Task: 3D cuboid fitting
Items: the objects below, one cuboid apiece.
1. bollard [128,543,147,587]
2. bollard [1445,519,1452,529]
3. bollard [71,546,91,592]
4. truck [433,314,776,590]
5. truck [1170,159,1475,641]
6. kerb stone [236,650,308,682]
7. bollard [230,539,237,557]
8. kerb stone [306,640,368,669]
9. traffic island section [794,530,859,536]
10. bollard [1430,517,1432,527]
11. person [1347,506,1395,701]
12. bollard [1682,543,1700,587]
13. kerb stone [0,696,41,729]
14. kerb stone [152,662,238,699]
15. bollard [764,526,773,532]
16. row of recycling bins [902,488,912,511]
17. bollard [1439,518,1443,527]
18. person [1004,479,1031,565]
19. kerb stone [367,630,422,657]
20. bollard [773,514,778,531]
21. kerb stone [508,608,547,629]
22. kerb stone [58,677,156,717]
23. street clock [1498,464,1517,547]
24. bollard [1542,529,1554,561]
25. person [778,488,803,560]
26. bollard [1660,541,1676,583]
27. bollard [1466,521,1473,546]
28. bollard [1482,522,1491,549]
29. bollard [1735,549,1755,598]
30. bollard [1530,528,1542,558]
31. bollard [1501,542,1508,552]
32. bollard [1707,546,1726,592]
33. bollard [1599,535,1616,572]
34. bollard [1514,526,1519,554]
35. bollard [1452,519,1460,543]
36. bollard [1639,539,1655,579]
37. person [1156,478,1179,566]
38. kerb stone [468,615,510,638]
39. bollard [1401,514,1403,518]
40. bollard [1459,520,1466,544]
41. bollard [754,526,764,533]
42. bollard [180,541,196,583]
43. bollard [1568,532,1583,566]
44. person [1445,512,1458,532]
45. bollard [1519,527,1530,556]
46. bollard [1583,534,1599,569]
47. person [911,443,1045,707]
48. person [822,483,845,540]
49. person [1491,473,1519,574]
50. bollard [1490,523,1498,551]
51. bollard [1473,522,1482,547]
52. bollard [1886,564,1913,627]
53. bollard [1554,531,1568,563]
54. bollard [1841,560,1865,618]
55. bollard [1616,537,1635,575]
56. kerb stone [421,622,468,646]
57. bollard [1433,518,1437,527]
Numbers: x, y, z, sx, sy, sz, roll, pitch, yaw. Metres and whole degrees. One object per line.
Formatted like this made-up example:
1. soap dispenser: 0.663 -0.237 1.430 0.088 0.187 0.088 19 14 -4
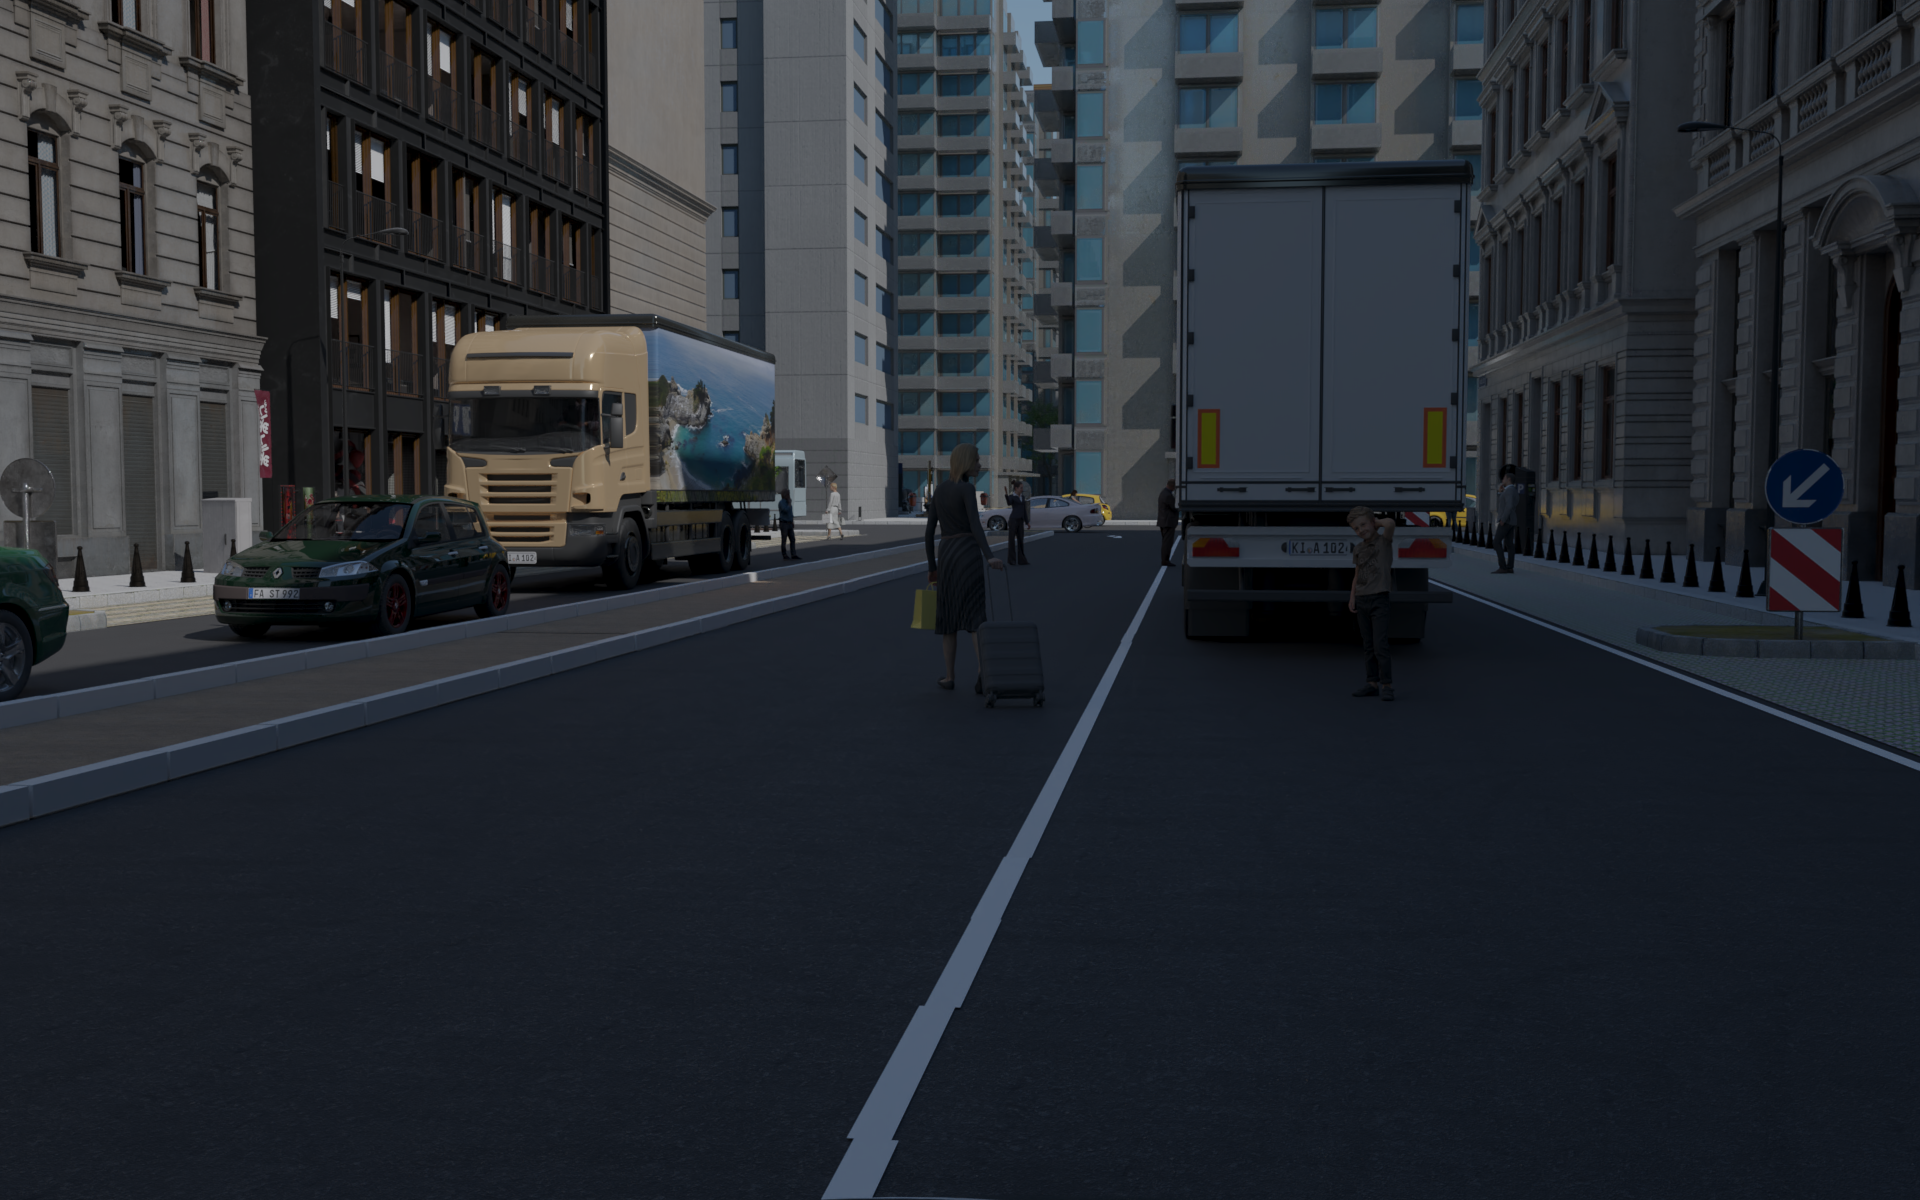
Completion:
1. bollard: -11.366 -0.481 23.912 0.229 0.601 0.229 0 3 0
2. bollard: 13.246 -1.864 46.523 0.229 0.601 0.229 0 3 0
3. bollard: -11.533 -0.408 22.709 0.229 0.601 0.229 0 3 0
4. truck: -5.611 -2.473 29.344 2.839 4.237 11.283 0 4 7
5. truck: 3.816 -1.916 20.240 2.839 4.237 11.283 0 4 8
6. kerb stone: -5.441 0.528 13.562 0.120 0.150 1.000 0 4 8
7. bollard: -11.032 -0.628 26.307 0.229 0.601 0.229 0 3 0
8. kerb stone: -5.299 0.467 14.583 0.120 0.150 1.000 0 4 8
9. traffic island section: -4.670 -2.328 60.340 2.009 0.180 2.903 0 4 8
10. bollard: 13.747 -2.083 50.104 0.229 0.601 0.229 0 3 0
11. person: 2.908 0.014 12.183 0.435 1.345 0.340 3 5 41
12. bollard: 10.094 -0.481 23.901 0.229 0.601 0.229 0 3 0
13. kerb stone: -5.864 0.714 10.514 0.120 0.150 1.000 0 4 8
14. kerb stone: -5.581 0.592 12.547 0.120 0.150 1.000 0 4 8
15. bollard: -6.546 -2.595 58.477 0.229 0.601 0.229 0 3 0
16. row of recycling bins: -4.606 -7.324 126.867 1.069 1.692 3.534 2 4 32
17. bollard: 13.412 -1.937 47.710 0.229 0.601 0.229 0 3 0
18. person: 1.142 -1.562 34.842 0.445 1.727 0.742 1 4 17
19. kerb stone: -5.148 0.407 15.602 0.120 0.150 1.000 0 4 8
20. bollard: -6.380 -2.669 59.675 0.229 0.601 0.229 0 3 0
21. kerb stone: -4.727 0.217 18.655 0.120 0.150 1.000 0 4 8
22. kerb stone: -5.722 0.657 11.529 0.120 0.150 1.000 0 4 8
23. street clock: 13.187 -2.267 41.634 0.471 2.002 0.358 1 4 8
24. bollard: 11.424 -1.064 33.442 0.229 0.601 0.229 0 3 0
25. person: -3.706 -1.628 37.332 0.499 1.552 0.429 -3 4 -37
26. bollard: 10.260 -0.553 25.088 0.229 0.601 0.229 0 3 0
27. bollard: 12.753 -1.646 42.959 0.229 0.601 0.229 0 3 0
28. bollard: 12.418 -1.500 40.572 0.229 0.601 0.229 0 3 0
29. bollard: 9.758 -0.335 21.513 0.229 0.601 0.229 0 3 0
30. bollard: 11.590 -1.137 34.636 0.229 0.601 0.229 0 3 0
31. bollard: 12.084 -1.355 38.198 0.229 0.601 0.229 0 3 0
32. bollard: 9.930 -0.408 22.706 0.229 0.601 0.229 0 3 0
33. bollard: 10.759 -0.771 28.650 0.229 0.601 0.229 0 3 0
34. bollard: 11.918 -1.283 37.011 0.229 0.601 0.229 0 3 0
35. bollard: 13.080 -1.792 45.336 0.229 0.601 0.229 0 3 0
36. bollard: 10.427 -0.626 26.275 0.229 0.601 0.229 0 3 0
37. person: 4.200 -1.540 34.371 0.600 1.739 0.565 -2 4 -31
38. kerb stone: -4.870 0.279 17.641 0.120 0.150 1.000 0 4 8
39. bollard: 14.913 -2.595 58.473 0.229 0.601 0.229 0 3 0
40. bollard: 12.918 -1.719 44.146 0.229 0.601 0.229 0 3 0
41. bollard: -6.713 -2.522 57.283 0.229 0.601 0.229 0 3 0
42. bollard: -11.199 -0.555 25.110 0.229 0.601 0.229 0 3 0
43. bollard: 11.093 -0.918 31.048 0.229 0.601 0.229 0 3 0
44. person: 17.197 -3.141 60.583 0.841 1.734 0.376 0 4 -4
45. bollard: 11.756 -1.210 35.823 0.229 0.601 0.229 0 3 0
46. bollard: 10.923 -0.844 29.846 0.229 0.601 0.229 0 3 0
47. person: 0.097 -0.215 12.238 0.699 1.804 1.509 -1 4 -11
48. person: -3.909 -2.747 53.764 0.624 1.780 0.694 3 5 42
49. person: 9.782 -1.370 31.085 0.473 1.802 0.592 3 5 44
50. bollard: 12.250 -1.428 39.385 0.229 0.601 0.229 0 3 0
51. bollard: 12.585 -1.574 41.772 0.229 0.601 0.229 0 3 0
52. bollard: 9.100 -0.044 16.761 0.229 0.601 0.229 0 3 0
53. bollard: 11.255 -0.991 32.236 0.229 0.601 0.229 0 3 0
54. bollard: 9.264 -0.117 17.948 0.229 0.601 0.229 0 3 0
55. bollard: 10.596 -0.699 27.462 0.229 0.601 0.229 0 3 0
56. kerb stone: -5.017 0.341 16.618 0.120 0.150 1.000 0 4 8
57. bollard: 13.582 -2.011 48.916 0.229 0.601 0.229 0 3 0
